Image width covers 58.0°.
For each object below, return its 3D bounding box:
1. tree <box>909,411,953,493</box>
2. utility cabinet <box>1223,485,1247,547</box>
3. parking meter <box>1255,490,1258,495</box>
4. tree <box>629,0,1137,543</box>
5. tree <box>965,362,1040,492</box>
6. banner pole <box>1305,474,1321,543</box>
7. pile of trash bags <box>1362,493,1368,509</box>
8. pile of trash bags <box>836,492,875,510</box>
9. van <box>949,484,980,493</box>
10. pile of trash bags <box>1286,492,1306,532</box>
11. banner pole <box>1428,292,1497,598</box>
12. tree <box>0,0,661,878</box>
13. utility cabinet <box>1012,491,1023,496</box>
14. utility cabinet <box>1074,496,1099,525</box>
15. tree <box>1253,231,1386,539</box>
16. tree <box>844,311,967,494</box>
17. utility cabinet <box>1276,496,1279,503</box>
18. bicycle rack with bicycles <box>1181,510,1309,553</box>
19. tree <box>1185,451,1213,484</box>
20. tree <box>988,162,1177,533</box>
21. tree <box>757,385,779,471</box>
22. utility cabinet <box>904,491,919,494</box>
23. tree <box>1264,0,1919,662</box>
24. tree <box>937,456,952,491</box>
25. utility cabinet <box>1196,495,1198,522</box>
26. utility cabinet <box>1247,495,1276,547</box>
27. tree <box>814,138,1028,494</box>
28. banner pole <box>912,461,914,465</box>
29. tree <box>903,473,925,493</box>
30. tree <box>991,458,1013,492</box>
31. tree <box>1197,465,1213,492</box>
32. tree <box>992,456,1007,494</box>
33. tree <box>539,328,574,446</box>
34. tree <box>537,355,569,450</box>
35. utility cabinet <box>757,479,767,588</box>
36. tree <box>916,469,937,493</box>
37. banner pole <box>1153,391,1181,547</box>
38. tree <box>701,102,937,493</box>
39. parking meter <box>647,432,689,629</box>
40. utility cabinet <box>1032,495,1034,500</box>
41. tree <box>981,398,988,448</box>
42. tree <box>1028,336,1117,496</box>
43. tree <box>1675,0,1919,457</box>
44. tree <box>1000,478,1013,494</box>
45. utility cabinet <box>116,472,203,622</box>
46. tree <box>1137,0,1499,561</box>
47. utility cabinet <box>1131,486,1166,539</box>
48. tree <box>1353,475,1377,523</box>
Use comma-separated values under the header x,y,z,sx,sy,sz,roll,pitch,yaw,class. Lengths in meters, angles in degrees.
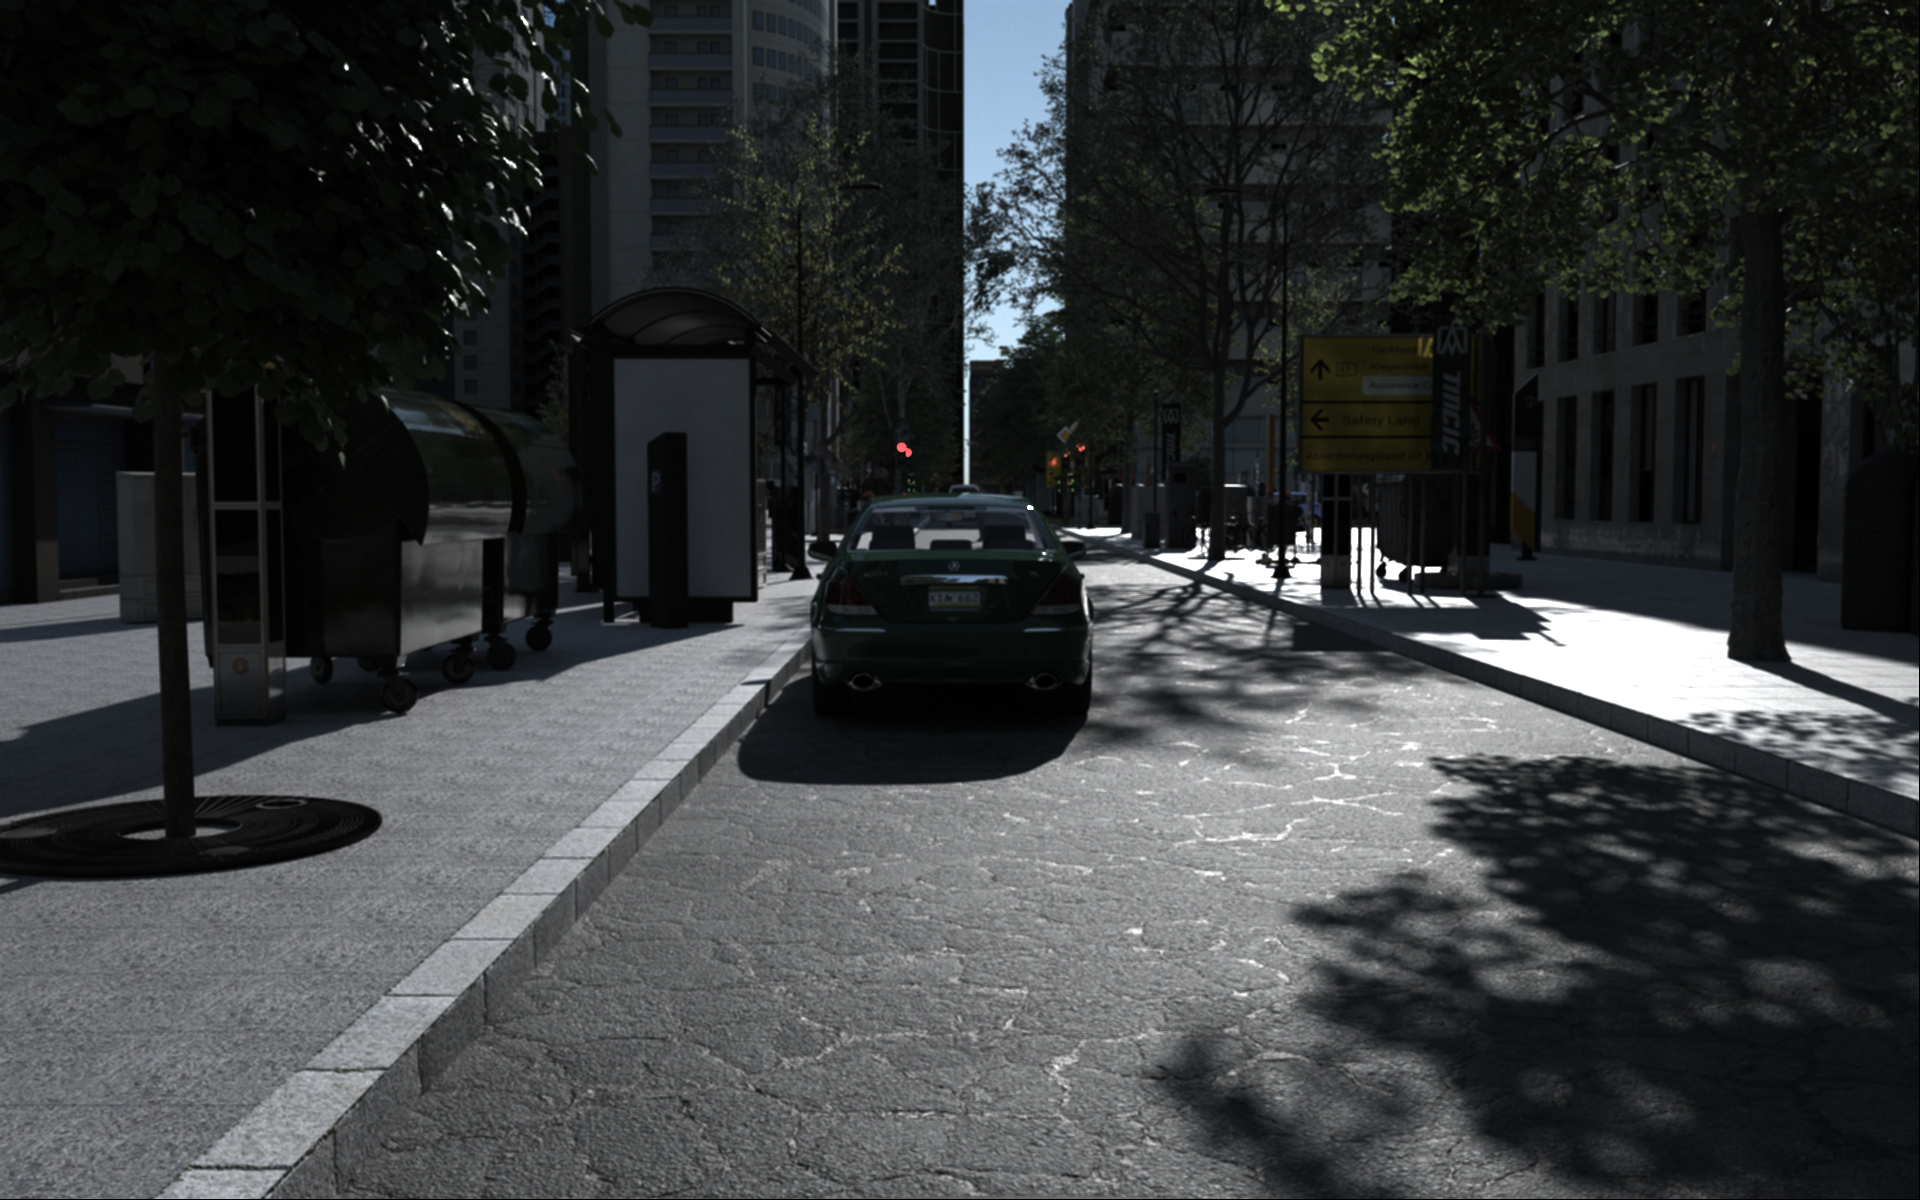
x,y,z,sx,sy,sz,roll,pitch,yaw,class
-2.972,-11.991,146.408,4.737,8.622,4.395,0,3,0,tree
6.598,-2.039,42.015,0.318,1.500,1.173,2,4,33,utility cabinet
19.314,-6.369,112.552,0.372,1.533,0.369,0,3,0,parking meter
-3.513,-8.280,45.754,12.009,13.543,11.850,0,3,0,tree
5.347,-15.805,165.060,9.857,13.997,8.962,0,3,0,tree
9.468,-3.381,45.293,0.863,3.779,0.401,0,4,-4,banner pole
22.597,-5.722,103.302,3.447,1.369,1.912,0,4,5,pile of trash bags
-5.227,-5.398,98.010,3.447,1.369,1.912,2,4,31,pile of trash bags
0.210,-4.283,77.040,2.013,2.044,4.112,0,4,0,van
11.275,-3.114,60.660,1.912,1.369,3.447,1,4,15,pile of trash bags
6.246,-1.923,21.466,0.863,3.779,0.401,1,4,9,banner pole
-2.842,-1.387,6.384,4.285,4.588,4.351,0,3,0,tree
4.780,-8.296,144.316,0.318,1.500,1.173,2,4,34,utility cabinet
5.291,-3.756,72.578,1.020,1.237,0.306,2,4,35,utility cabinet
10.043,-6.039,49.107,4.360,8.622,3.978,0,3,0,tree
-3.346,-11.447,105.281,7.486,12.596,7.792,0,3,0,tree
9.620,-2.619,53.979,0.306,1.237,1.020,3,5,42,utility cabinet
6.567,-1.562,38.915,2.852,0.926,2.925,-1,4,-15,bicycle rack with bicycles
17.808,-8.902,129.269,4.285,4.588,4.351,0,3,0,tree
5.875,-8.497,57.055,7.486,12.596,7.792,0,3,0,tree
-13.289,-9.834,111.143,4.737,8.622,4.395,0,3,0,tree
-3.530,-7.063,124.161,1.173,1.500,0.318,0,4,1,utility cabinet
5.798,-5.805,13.034,7.486,12.596,7.792,0,3,0,tree
-3.140,-15.991,211.820,4.360,8.622,3.978,0,3,0,tree
10.588,-4.135,78.769,0.306,1.237,1.020,-1,4,-10,utility cabinet
7.312,-1.906,42.324,0.306,1.237,1.020,-1,4,-12,utility cabinet
-2.421,-14.333,90.231,12.611,20.169,13.585,0,3,0,tree
-3.488,-8.466,128.432,0.401,3.779,0.863,1,4,17,banner pole
-3.239,-7.770,121.641,1.663,3.219,1.824,0,3,0,tree
5.067,-15.483,203.511,4.360,8.622,3.978,0,3,0,tree
16.601,-7.517,117.497,1.663,3.219,1.824,0,3,0,tree
4.654,-14.258,183.487,4.737,8.622,4.395,0,3,0,tree
-16.302,-7.710,76.420,4.737,8.622,4.395,0,3,0,tree
-20.015,-8.598,90.947,4.360,8.622,3.978,0,3,0,tree
-2.843,-0.894,23.293,0.318,1.500,1.173,0,4,4,utility cabinet
-3.755,-10.977,163.190,4.285,4.588,4.351,0,3,0,tree
4.969,-3.185,42.093,0.863,3.779,0.401,2,4,23,banner pole
-3.122,-5.084,33.487,4.360,8.622,3.978,0,3,0,tree
-2.805,-0.667,16.620,0.255,1.863,0.399,-3,4,-37,parking meter
6.512,-8.147,144.365,1.020,1.237,0.306,-2,4,-31,utility cabinet
5.301,-11.741,110.086,7.486,12.596,7.792,0,3,0,tree
5.271,-7.739,76.891,4.737,8.622,4.395,0,3,0,tree
10.542,-4.252,19.880,4.737,8.622,4.395,0,3,0,tree
5.196,-11.137,176.698,1.663,3.219,1.824,0,3,0,tree
-7.892,-0.543,17.556,0.318,1.500,1.173,2,4,32,utility cabinet
5.148,-7.531,33.503,12.009,13.543,11.850,0,3,0,tree
5.382,-2.475,49.138,1.173,1.500,0.318,-3,4,-37,utility cabinet
18.024,-5.642,75.960,4.285,4.588,4.351,0,3,0,tree
